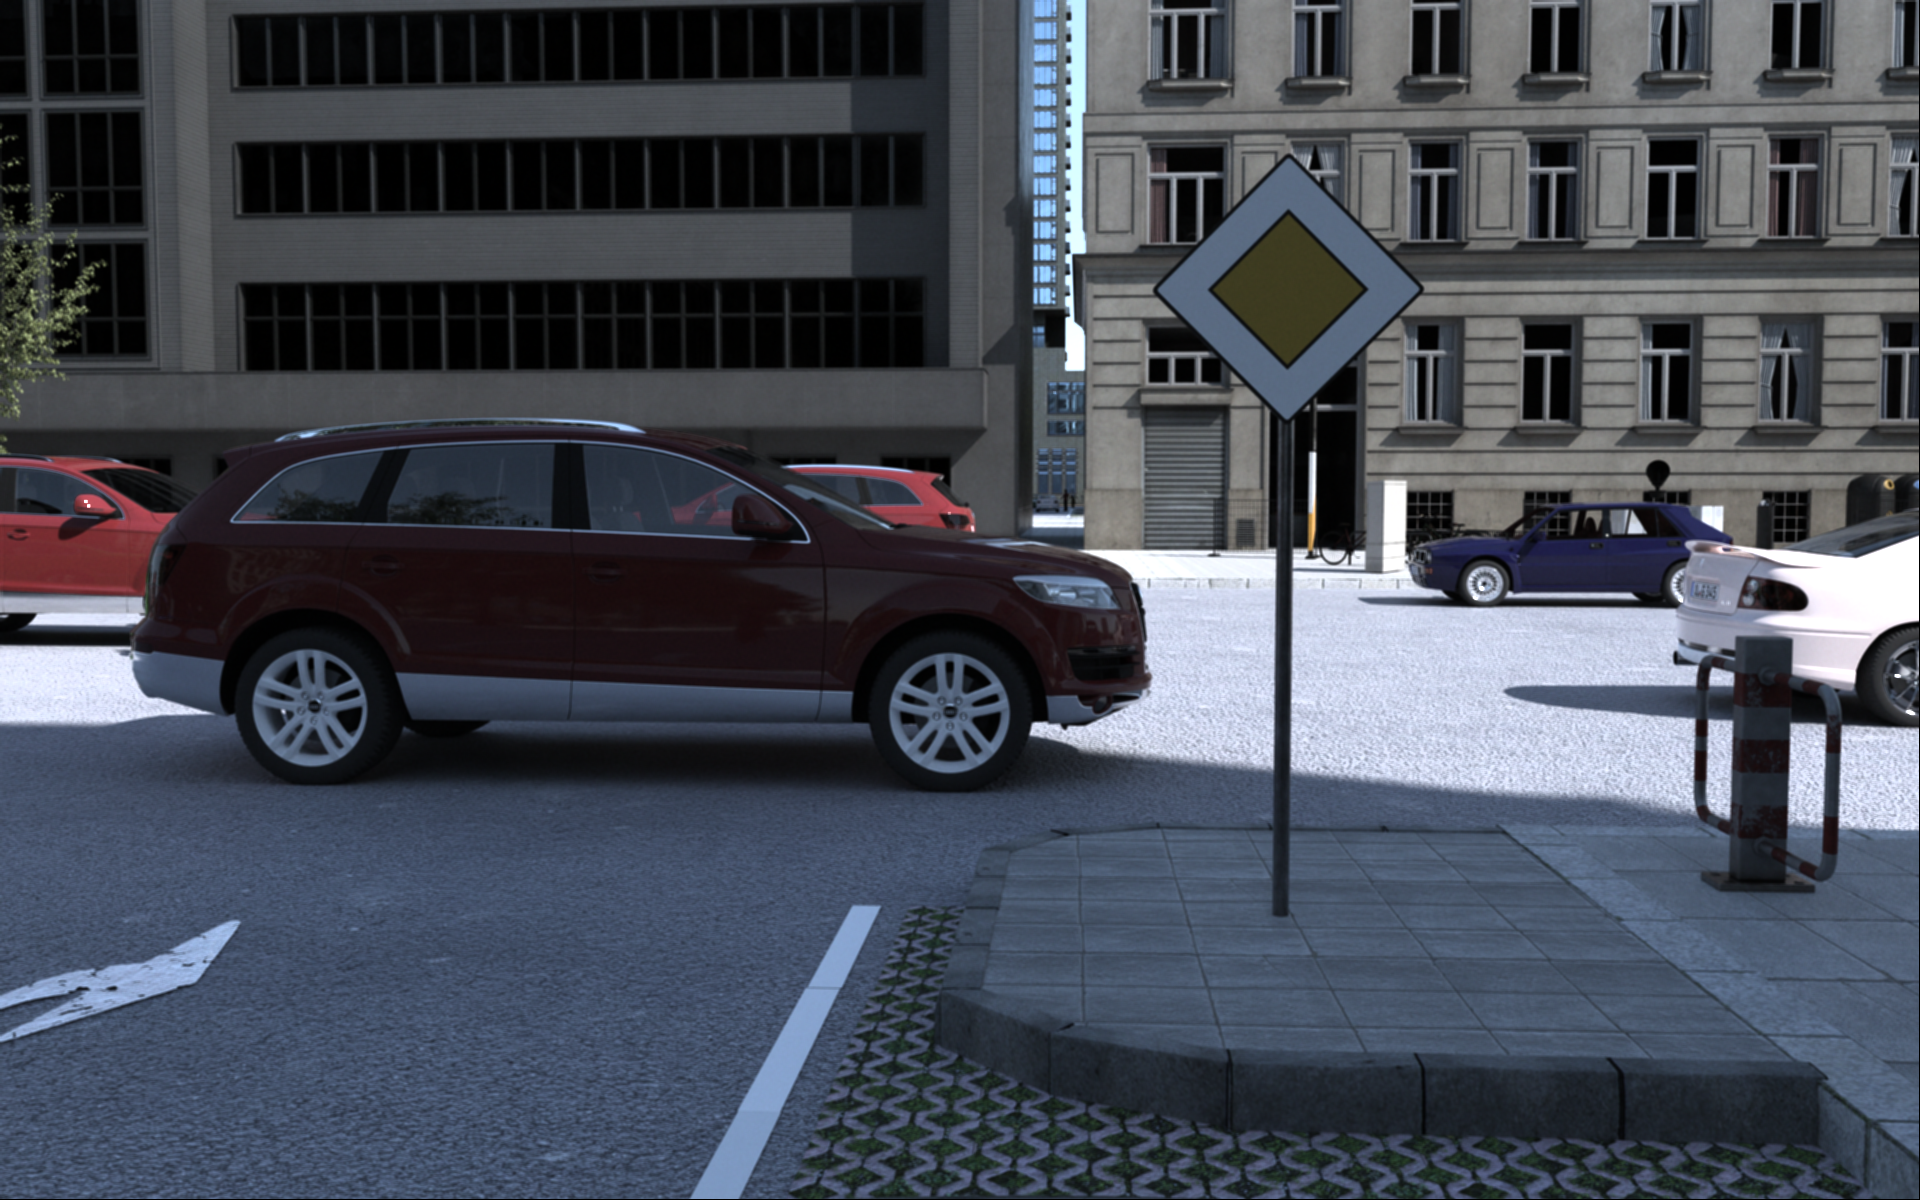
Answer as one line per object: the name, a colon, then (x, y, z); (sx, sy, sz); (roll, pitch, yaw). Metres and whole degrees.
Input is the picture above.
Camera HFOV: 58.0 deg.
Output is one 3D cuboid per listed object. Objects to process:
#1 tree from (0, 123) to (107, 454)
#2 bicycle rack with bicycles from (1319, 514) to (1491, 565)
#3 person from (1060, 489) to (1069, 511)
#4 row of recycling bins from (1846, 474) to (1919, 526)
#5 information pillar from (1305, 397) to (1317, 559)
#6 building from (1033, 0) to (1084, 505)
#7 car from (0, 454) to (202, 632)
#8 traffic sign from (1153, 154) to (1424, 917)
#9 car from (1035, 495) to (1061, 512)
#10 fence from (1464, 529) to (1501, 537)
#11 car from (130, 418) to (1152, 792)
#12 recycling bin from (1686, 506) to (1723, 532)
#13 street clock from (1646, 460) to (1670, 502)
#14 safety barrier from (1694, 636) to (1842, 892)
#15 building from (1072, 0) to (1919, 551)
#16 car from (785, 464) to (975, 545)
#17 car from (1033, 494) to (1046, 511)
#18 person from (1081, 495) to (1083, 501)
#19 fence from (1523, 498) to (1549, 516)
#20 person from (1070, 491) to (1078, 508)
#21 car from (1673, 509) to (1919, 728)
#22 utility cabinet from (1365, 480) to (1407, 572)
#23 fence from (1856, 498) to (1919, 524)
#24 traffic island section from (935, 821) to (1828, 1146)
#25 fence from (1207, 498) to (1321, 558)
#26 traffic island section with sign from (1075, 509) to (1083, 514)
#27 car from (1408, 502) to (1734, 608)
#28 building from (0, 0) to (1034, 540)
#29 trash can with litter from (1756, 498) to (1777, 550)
tree: (-19.481, -5.126, 34.178); (4.737, 8.622, 4.395); (0, 3, 0)
bicycle rack with bicycles: (8.307, -1.082, 31.074); (2.852, 0.926, 2.925); (-3, 4, -37)
person: (8.775, -8.310, 144.308); (0.705, 1.831, 1.348); (3, 4, 38)
row of recycling bins: (20.024, -1.746, 35.656); (3.534, 1.692, 1.069); (0, 4, -2)
information pillar: (6.959, -2.620, 34.196); (0.183, 3.616, 0.504); (1, 4, 18)
building: (0.214, -54.744, 207.737); (31.000, 86.520, 22.319); (0, 4, 4)
car: (-8.625, -0.513, 17.069); (5.304, 1.827, 2.281); (0, 4, 6)
traffic sign: (0.974, -0.096, 5.218); (0.795, 2.450, 0.064); (0, 4, 4)
car: (6.988, -7.686, 138.020); (2.083, 1.381, 4.827); (0, 4, 3)
fence: (8.816, -0.799, 28.440); (0.278, 0.683, 2.069); (-1, 4, -15)
car: (-1.627, -0.041, 9.341); (5.304, 1.827, 2.281); (0, 4, 4)
recycling bin: (15.844, -1.506, 37.170); (0.722, 1.027, 0.722); (-2, 4, -29)
street clock: (14.888, -1.983, 36.987); (0.471, 2.002, 0.358); (1, 4, 20)
safety barrier: (2.608, 0.528, 5.642); (0.300, 0.817, 1.120); (0, 4, 4)
building: (17.525, -12.953, 45.065); (30.059, 22.955, 16.112); (0, 4, 4)
car: (-2.364, -0.876, 23.001); (5.304, 1.827, 2.281); (0, 4, 4)
car: (6.666, -8.516, 151.032); (2.131, 1.459, 4.920); (0, 4, 5)
person: (11.044, -9.001, 156.197); (0.750, 1.759, 0.617); (3, 4, 36)
fence: (11.228, -1.379, 33.756); (0.480, 1.192, 2.264); (2, 4, 31)
person: (11.719, -10.344, 178.359); (0.721, 1.736, 1.217); (3, 5, 42)
car: (7.280, 0.060, 11.374); (4.827, 1.381, 2.083); (0, 4, 4)
utility cabinet: (6.986, -1.208, 28.436); (0.318, 1.500, 1.173); (2, 4, 32)
fence: (18.445, -1.376, 33.697); (0.480, 1.192, 2.264); (-2, 4, -31)
traffic island section: (0.998, 1.039, 5.293); (2.009, 0.180, 2.903); (0, 4, 4)
fence: (6.231, -1.480, 35.402); (2.264, 1.192, 0.480); (1, 4, 21)
traffic island section with sign: (10.969, -8.598, 149.205); (1.989, 1.847, 2.006); (0, 4, 4)
car: (7.893, -0.610, 22.552); (3.894, 1.354, 1.945); (0, 4, 6)
building: (-13.139, -13.905, 46.420); (30.058, 24.678, 14.314); (0, 4, 4)
trash can with litter: (13.401, -1.086, 28.819); (1.678, 1.210, 2.233); (1, 4, 9)
